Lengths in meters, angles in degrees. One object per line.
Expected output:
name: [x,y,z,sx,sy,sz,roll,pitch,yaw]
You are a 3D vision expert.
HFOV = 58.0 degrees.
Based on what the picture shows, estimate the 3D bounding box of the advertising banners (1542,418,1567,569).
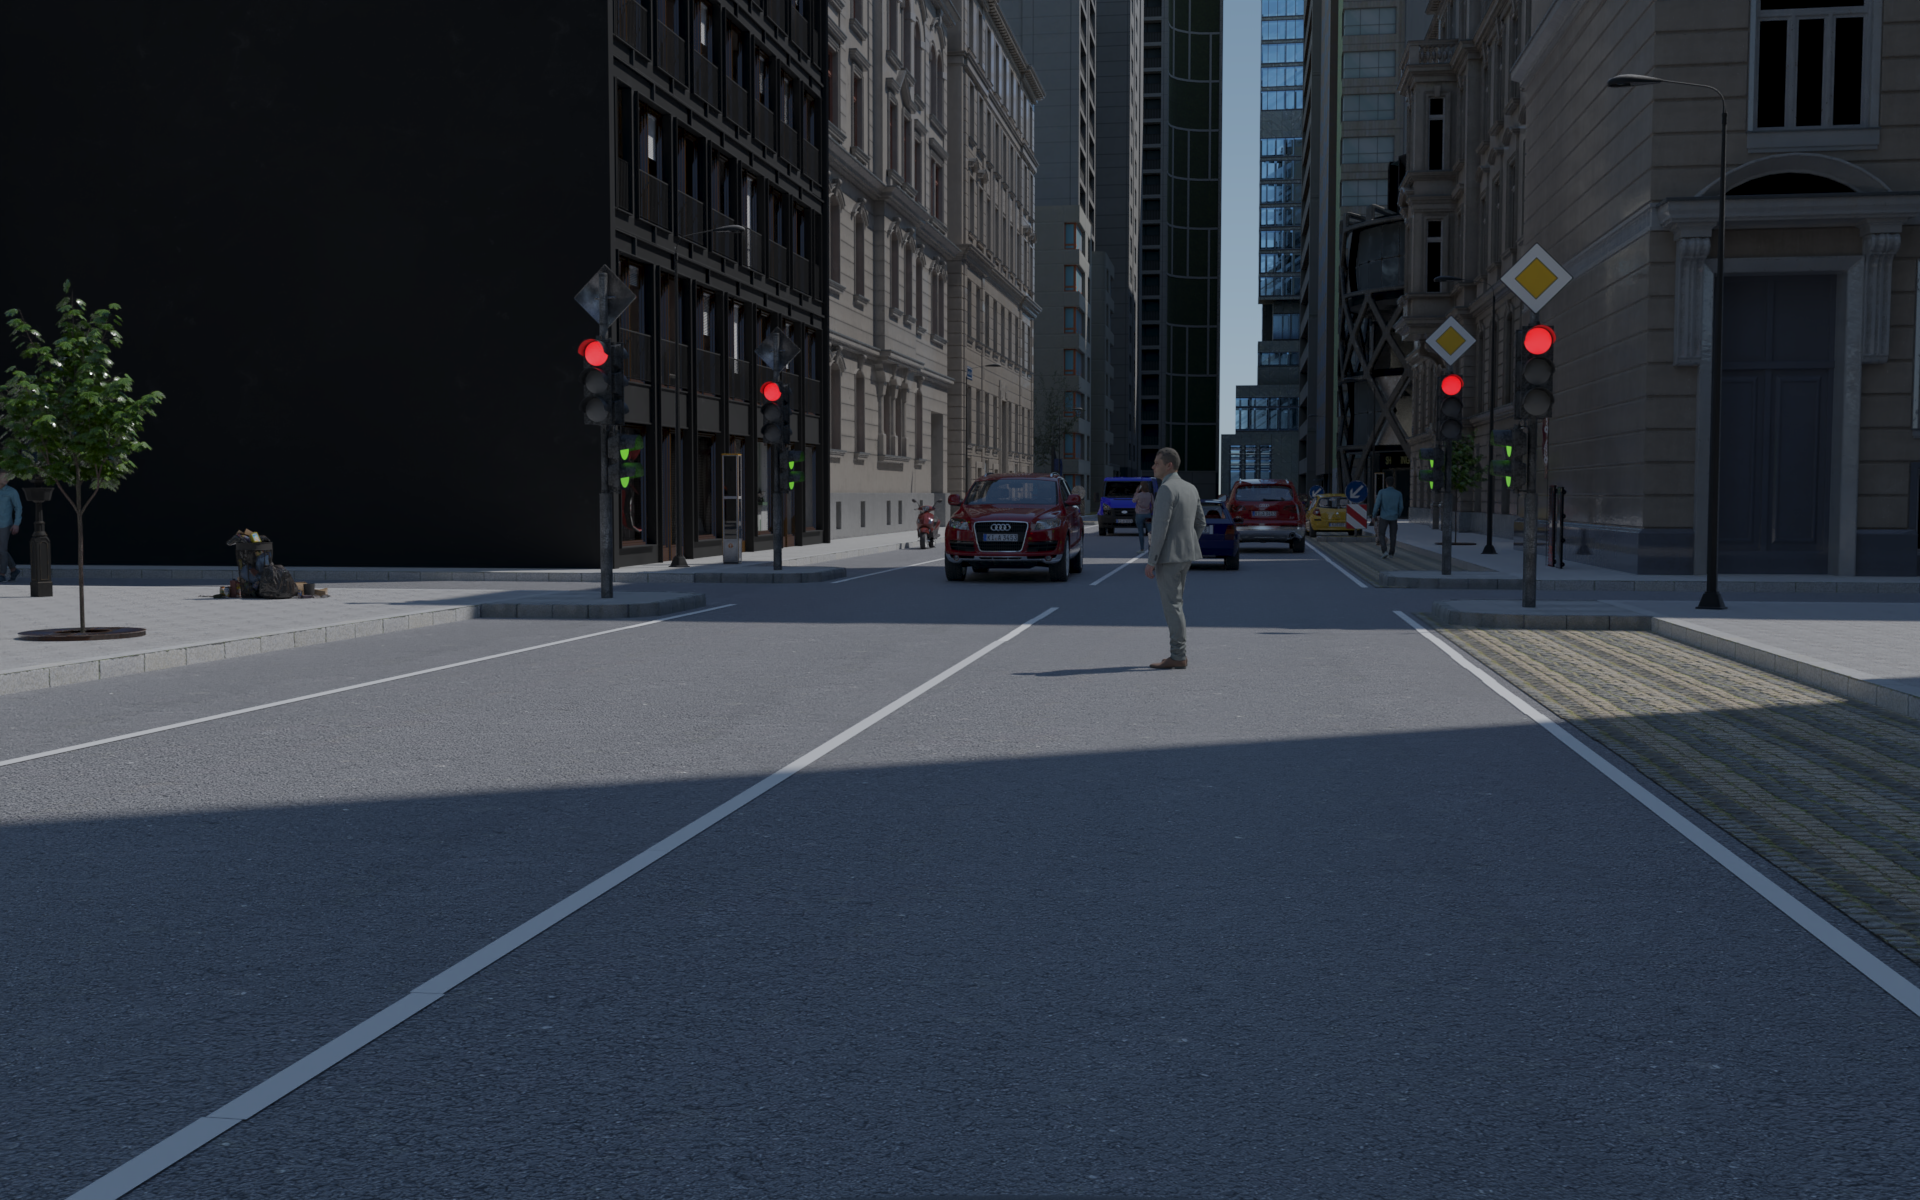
advertising banners: [10.452,-2.100,30.517,0.090,3.025,2.074,1,4,9]

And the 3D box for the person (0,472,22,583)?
person: [-15.447,-1.204,28.055,0.638,1.841,0.748,1,4,18]

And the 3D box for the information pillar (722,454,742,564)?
information pillar: [-4.185,-1.670,31.793,0.304,2.012,0.304,0,4,4]

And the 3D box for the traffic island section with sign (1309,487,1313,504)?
traffic island section with sign: [16.027,-4.275,78.530,1.989,1.847,2.006,1,4,9]

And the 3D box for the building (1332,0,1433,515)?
building: [30.898,-26.058,109.647,14.154,41.232,14.086,1,4,9]

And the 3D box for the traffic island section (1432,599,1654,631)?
traffic island section: [6.472,0.162,19.636,2.009,0.180,2.903,1,4,9]

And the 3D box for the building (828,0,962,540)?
building: [-8.294,-16.509,57.306,14.401,28.519,23.554,1,4,9]

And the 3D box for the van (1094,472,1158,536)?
van: [5.989,-3.466,61.058,2.240,2.365,5.245,1,4,10]

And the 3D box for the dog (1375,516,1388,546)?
dog: [11.585,-1.907,48.016,0.513,0.831,0.800,3,5,41]

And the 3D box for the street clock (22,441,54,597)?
street clock: [-11.473,-1.040,21.577,0.471,2.002,0.358,2,4,34]

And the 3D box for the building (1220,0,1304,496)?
building: [45.075,-53.789,192.113,31.000,86.520,22.319,1,4,9]

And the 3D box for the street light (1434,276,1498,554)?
street light: [10.791,-3.941,36.973,1.470,5.913,1.316,1,4,9]

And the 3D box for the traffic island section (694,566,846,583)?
traffic island section: [-3.100,-0.428,29.275,2.009,0.180,2.903,1,4,9]

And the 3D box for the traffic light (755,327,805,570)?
traffic light: [-3.062,-2.460,29.134,0.839,4.253,0.868,1,4,9]

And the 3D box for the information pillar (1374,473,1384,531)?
information pillar: [14.545,-3.402,60.116,0.304,2.012,0.304,1,4,11]

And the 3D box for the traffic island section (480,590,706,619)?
traffic island section: [-4.377,0.054,21.393,2.009,0.180,2.903,1,4,9]

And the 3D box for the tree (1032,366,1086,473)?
tree: [4.986,-9.075,98.739,4.360,8.622,3.978,0,3,0]

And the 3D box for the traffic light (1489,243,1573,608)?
traffic light: [6.434,-1.872,19.528,0.839,4.253,0.868,1,4,9]

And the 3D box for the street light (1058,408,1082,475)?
street light: [5.900,-7.401,93.552,1.470,5.913,1.316,1,4,9]

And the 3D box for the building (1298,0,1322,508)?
building: [43.176,-32.946,162.373,21.300,48.544,21.600,1,4,9]

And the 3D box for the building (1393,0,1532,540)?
building: [22.713,-14.748,60.222,14.460,24.649,34.723,1,4,9]

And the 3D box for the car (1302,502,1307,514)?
car: [20.087,-5.654,105.024,1.945,1.354,3.894,1,4,9]

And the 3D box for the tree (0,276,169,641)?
tree: [-7.944,-1.285,15.604,1.663,3.219,1.824,0,3,0]

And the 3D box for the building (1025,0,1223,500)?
building: [19.125,-46.338,195.880,20.611,71.187,20.563,1,4,9]

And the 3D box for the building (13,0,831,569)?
building: [-10.710,-12.720,37.644,12.332,23.373,15.834,1,4,9]

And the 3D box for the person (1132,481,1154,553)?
person: [4.508,-1.996,41.720,0.593,1.750,0.643,-1,4,-21]

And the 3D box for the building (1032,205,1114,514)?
building: [-4.206,-16.832,120.245,27.650,21.520,28.899,1,4,9]

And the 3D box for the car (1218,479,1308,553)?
car: [7.684,-2.157,43.944,2.281,1.827,5.304,1,4,9]

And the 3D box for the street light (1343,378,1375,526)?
street light: [16.011,-5.920,69.338,1.470,5.913,1.316,1,4,9]

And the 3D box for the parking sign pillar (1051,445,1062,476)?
parking sign pillar: [5.310,-6.527,95.186,1.447,3.967,1.447,1,4,12]

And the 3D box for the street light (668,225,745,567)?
street light: [-4.403,-3.524,30.166,1.470,5.913,1.316,1,4,9]

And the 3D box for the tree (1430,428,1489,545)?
tree: [12.654,-3.001,43.674,1.663,3.219,1.824,0,3,0]

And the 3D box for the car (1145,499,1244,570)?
car: [4.600,-1.312,34.040,1.945,1.354,3.894,0,4,8]

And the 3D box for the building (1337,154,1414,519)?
building: [28.578,-13.718,91.739,16.820,18.784,16.811,1,4,9]

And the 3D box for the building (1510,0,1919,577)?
building: [21.345,-15.003,31.202,20.117,28.700,13.634,1,4,9]

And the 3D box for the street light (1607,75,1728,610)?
street light: [7.872,-2.859,19.284,1.470,5.913,1.316,1,4,9]

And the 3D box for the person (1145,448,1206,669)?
person: [1.755,-0.345,14.242,0.391,1.810,0.635,2,4,26]

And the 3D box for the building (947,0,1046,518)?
building: [-3.514,-17.372,81.296,12.463,27.353,25.104,1,4,9]

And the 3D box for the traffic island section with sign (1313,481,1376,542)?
traffic island section with sign: [11.722,-2.648,51.919,1.989,1.847,2.006,1,4,9]

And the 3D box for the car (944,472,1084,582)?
car: [1.015,-1.311,30.111,2.281,1.827,5.304,1,4,8]

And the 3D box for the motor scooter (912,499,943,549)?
motor scooter: [-0.839,-2.005,45.566,0.815,1.314,1.986,0,4,8]

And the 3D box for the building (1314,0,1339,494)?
building: [33.072,-28.985,124.009,14.600,45.320,14.200,1,4,9]

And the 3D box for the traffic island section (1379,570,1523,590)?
traffic island section: [7.750,-0.320,27.519,2.009,0.180,2.903,1,4,9]

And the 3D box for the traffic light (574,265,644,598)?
traffic light: [-4.339,-1.977,21.252,0.839,4.253,0.868,1,4,9]

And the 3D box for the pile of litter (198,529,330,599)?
pile of litter: [-8.664,-0.466,21.591,1.719,0.858,1.176,2,4,32]

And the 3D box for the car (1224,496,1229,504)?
car: [16.906,-5.724,106.168,1.945,1.354,3.894,1,4,9]

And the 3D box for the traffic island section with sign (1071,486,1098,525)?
traffic island section with sign: [5.534,-4.394,80.469,1.989,1.847,2.006,1,4,9]

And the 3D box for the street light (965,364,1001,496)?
street light: [0.766,-5.463,61.856,1.470,5.913,1.316,1,4,9]

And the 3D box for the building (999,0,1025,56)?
building: [6.903,-44.617,167.746,20.611,71.187,20.563,1,4,9]

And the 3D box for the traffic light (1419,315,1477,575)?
traffic light: [7.712,-2.354,27.411,0.839,4.253,0.868,1,4,9]

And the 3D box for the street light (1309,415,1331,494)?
street light: [21.077,-7.880,101.377,1.470,5.913,1.316,1,4,9]

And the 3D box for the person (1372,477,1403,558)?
person: [9.511,-1.832,38.467,0.660,1.820,0.620,0,4,-2]

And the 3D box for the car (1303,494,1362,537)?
car: [12.496,-2.928,58.096,2.015,1.641,3.980,0,4,8]
